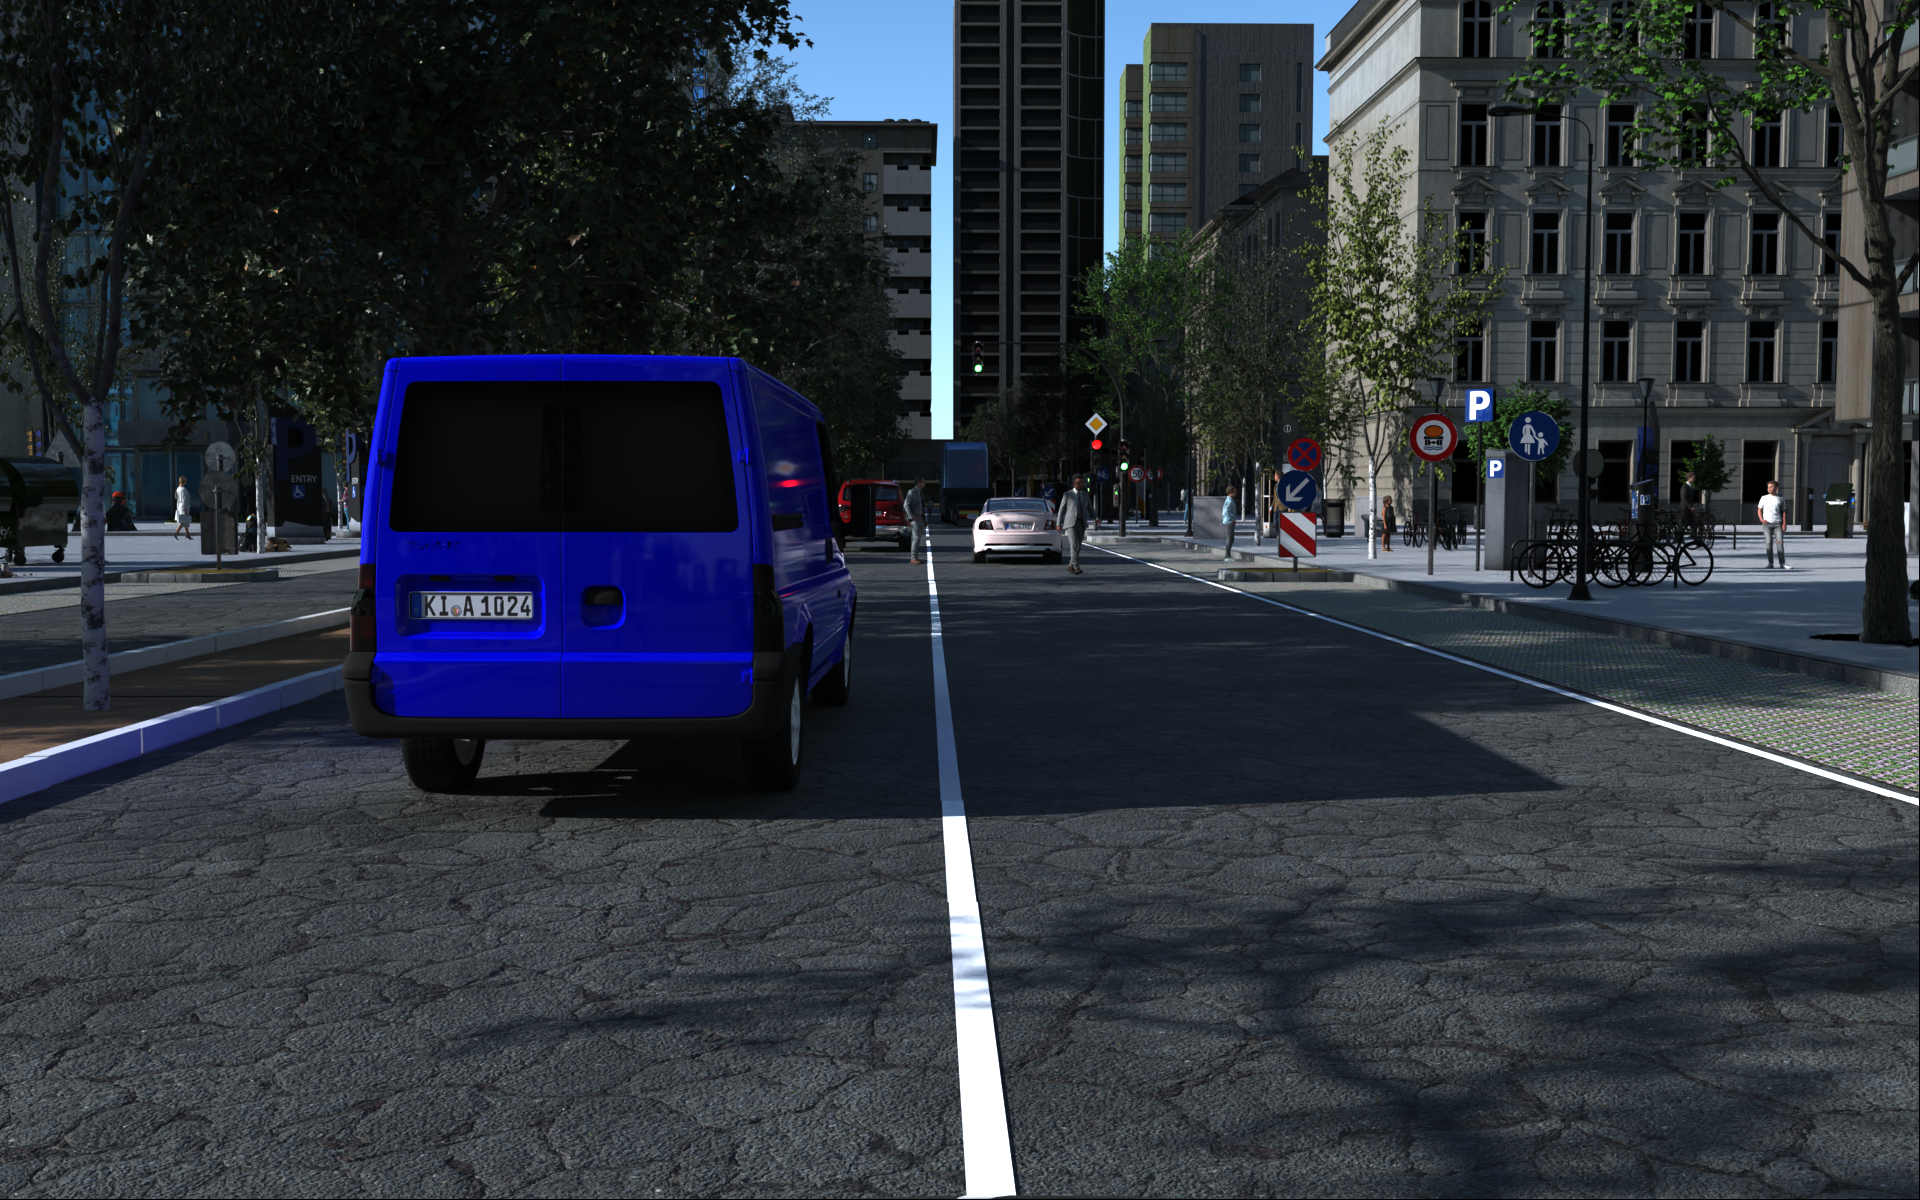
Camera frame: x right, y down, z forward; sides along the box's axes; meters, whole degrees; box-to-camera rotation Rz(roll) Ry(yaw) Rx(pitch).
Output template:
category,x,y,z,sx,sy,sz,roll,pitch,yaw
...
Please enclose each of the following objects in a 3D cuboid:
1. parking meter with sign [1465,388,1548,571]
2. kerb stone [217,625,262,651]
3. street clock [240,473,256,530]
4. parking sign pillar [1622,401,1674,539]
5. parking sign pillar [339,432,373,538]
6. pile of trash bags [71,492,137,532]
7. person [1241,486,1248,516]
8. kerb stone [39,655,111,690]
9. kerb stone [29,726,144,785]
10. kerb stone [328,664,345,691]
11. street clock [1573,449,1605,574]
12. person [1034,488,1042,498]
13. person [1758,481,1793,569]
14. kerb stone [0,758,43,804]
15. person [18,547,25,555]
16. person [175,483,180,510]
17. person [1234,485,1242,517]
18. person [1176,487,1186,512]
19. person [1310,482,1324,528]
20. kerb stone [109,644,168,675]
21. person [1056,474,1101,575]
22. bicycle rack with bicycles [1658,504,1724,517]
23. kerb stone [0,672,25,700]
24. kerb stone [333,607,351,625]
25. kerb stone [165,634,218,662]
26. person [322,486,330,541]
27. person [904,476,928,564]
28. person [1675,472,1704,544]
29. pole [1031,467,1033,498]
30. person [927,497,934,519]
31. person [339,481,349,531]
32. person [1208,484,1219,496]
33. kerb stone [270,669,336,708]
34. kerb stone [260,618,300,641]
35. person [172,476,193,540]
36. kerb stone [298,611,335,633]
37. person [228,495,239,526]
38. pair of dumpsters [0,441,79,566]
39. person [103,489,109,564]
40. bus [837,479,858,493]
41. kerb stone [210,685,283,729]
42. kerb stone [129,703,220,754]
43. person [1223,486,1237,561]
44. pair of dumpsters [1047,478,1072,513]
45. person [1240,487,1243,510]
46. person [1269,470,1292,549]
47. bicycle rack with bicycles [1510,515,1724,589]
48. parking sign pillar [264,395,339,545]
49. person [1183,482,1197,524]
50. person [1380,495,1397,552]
category,x,y,z,sx,sy,sz,roll,pitch,yaw
parking meter with sign,9.267,-2.018,29.248,1.738,3.016,0.543,-3,4,-38
kerb stone,-6.780,0.371,16.130,0.120,0.150,1.000,0,4,-1
street clock,-24.272,-3.337,59.126,0.471,2.002,0.358,0,4,4
parking sign pillar,19.764,-3.746,49.721,1.447,3.967,1.447,1,4,14
parking sign pillar,-17.737,-3.838,51.228,1.447,3.967,1.447,-2,4,-34
pile of trash bags,-29.774,-3.108,60.575,1.912,1.369,3.447,-1,4,-13
person,16.550,-5.725,100.213,0.524,1.755,0.480,3,5,41
kerb stone,-6.721,0.559,13.061,0.120,0.150,1.000,0,4,-1
kerb stone,-4.535,0.808,8.987,0.120,0.150,1.000,0,4,-1
kerb stone,-4.612,0.561,13.093,0.120,0.150,1.000,0,4,-1
street clock,10.094,-1.424,27.854,0.471,2.002,0.358,-2,4,-25
person,7.536,-9.513,161.561,1.348,1.826,0.705,2,4,29
person,14.003,-1.290,29.735,0.503,1.515,0.523,0,4,-6
kerb stone,-4.500,0.873,7.965,0.120,0.150,1.000,0,4,-1
person,-19.818,-1.854,36.464,0.694,1.812,0.767,0,4,-7
person,-30.979,-3.818,69.012,0.362,1.759,0.519,2,4,31
person,15.830,-5.668,98.693,0.573,1.828,0.580,2,4,26
person,16.239,-7.380,126.555,0.795,1.843,0.661,0,4,-4
person,13.423,-3.558,64.959,0.466,1.731,0.760,3,4,37
kerb stone,-6.741,0.496,14.085,0.120,0.150,1.000,0,4,-1
person,2.085,-1.356,30.943,0.678,1.792,0.850,-1,4,-22
bicycle rack with bicycles,25.580,-2.915,61.041,2.852,0.926,2.925,-1,4,-20
kerb stone,-6.696,0.621,12.039,0.120,0.150,1.000,0,4,-1
kerb stone,-6.850,0.183,19.199,0.120,0.150,1.000,0,4,-1
kerb stone,-6.764,0.434,15.108,0.120,0.150,1.000,0,4,-1
person,-17.398,-2.470,46.819,0.661,1.777,0.834,1,4,22
person,-0.893,-1.660,35.744,0.391,1.810,0.635,1,4,17
person,18.905,-2.388,44.856,0.755,1.850,0.659,3,5,41
pole,5.489,-8.457,132.116,0.158,3.312,0.155,0,3,0
person,-1.703,-5.270,99.356,0.332,1.250,0.352,3,5,41
person,-20.788,-3.189,59.026,0.643,1.720,0.563,1,4,10
person,13.968,-5.506,95.846,0.659,1.850,0.755,3,5,44
kerb stone,-4.598,0.621,12.058,0.120,0.150,1.000,0,4,-1
kerb stone,-6.806,0.311,17.152,0.120,0.150,1.000,0,4,-1
person,-21.854,-2.584,48.638,0.624,1.780,0.694,-2,4,-34
kerb stone,-6.822,0.246,18.178,0.120,0.150,1.000,0,4,-1
person,-29.332,-3.920,69.936,0.447,1.846,0.655,0,4,1
pair of dumpsters,-17.214,-1.699,30.273,1.574,2.255,4.437,0,4,-1
person,-15.878,-1.424,31.923,0.503,1.515,0.523,2,4,33
bus,-13.279,-12.648,201.650,2.948,3.499,13.247,0,4,0
kerb stone,-4.577,0.687,11.036,0.120,0.150,1.000,0,4,-1
kerb stone,-4.559,0.747,10.009,0.120,0.150,1.000,0,4,-1
person,5.717,-1.610,36.641,0.330,1.601,0.589,1,4,16
pair of dumpsters,6.272,-6.545,109.499,1.574,2.255,4.437,0,4,-1
person,16.972,-5.929,103.737,0.466,1.731,0.760,0,4,-6
person,7.481,-2.104,40.359,0.656,1.842,0.836,2,4,29
bicycle rack with bicycles,9.102,-0.675,24.418,2.925,0.926,2.852,0,4,5
parking sign pillar,-17.017,-3.411,44.248,1.447,3.967,1.447,3,5,42
person,9.730,-4.082,73.135,0.623,1.781,0.721,1,4,12
person,9.579,-1.708,38.642,0.362,1.253,0.373,-2,4,-28
